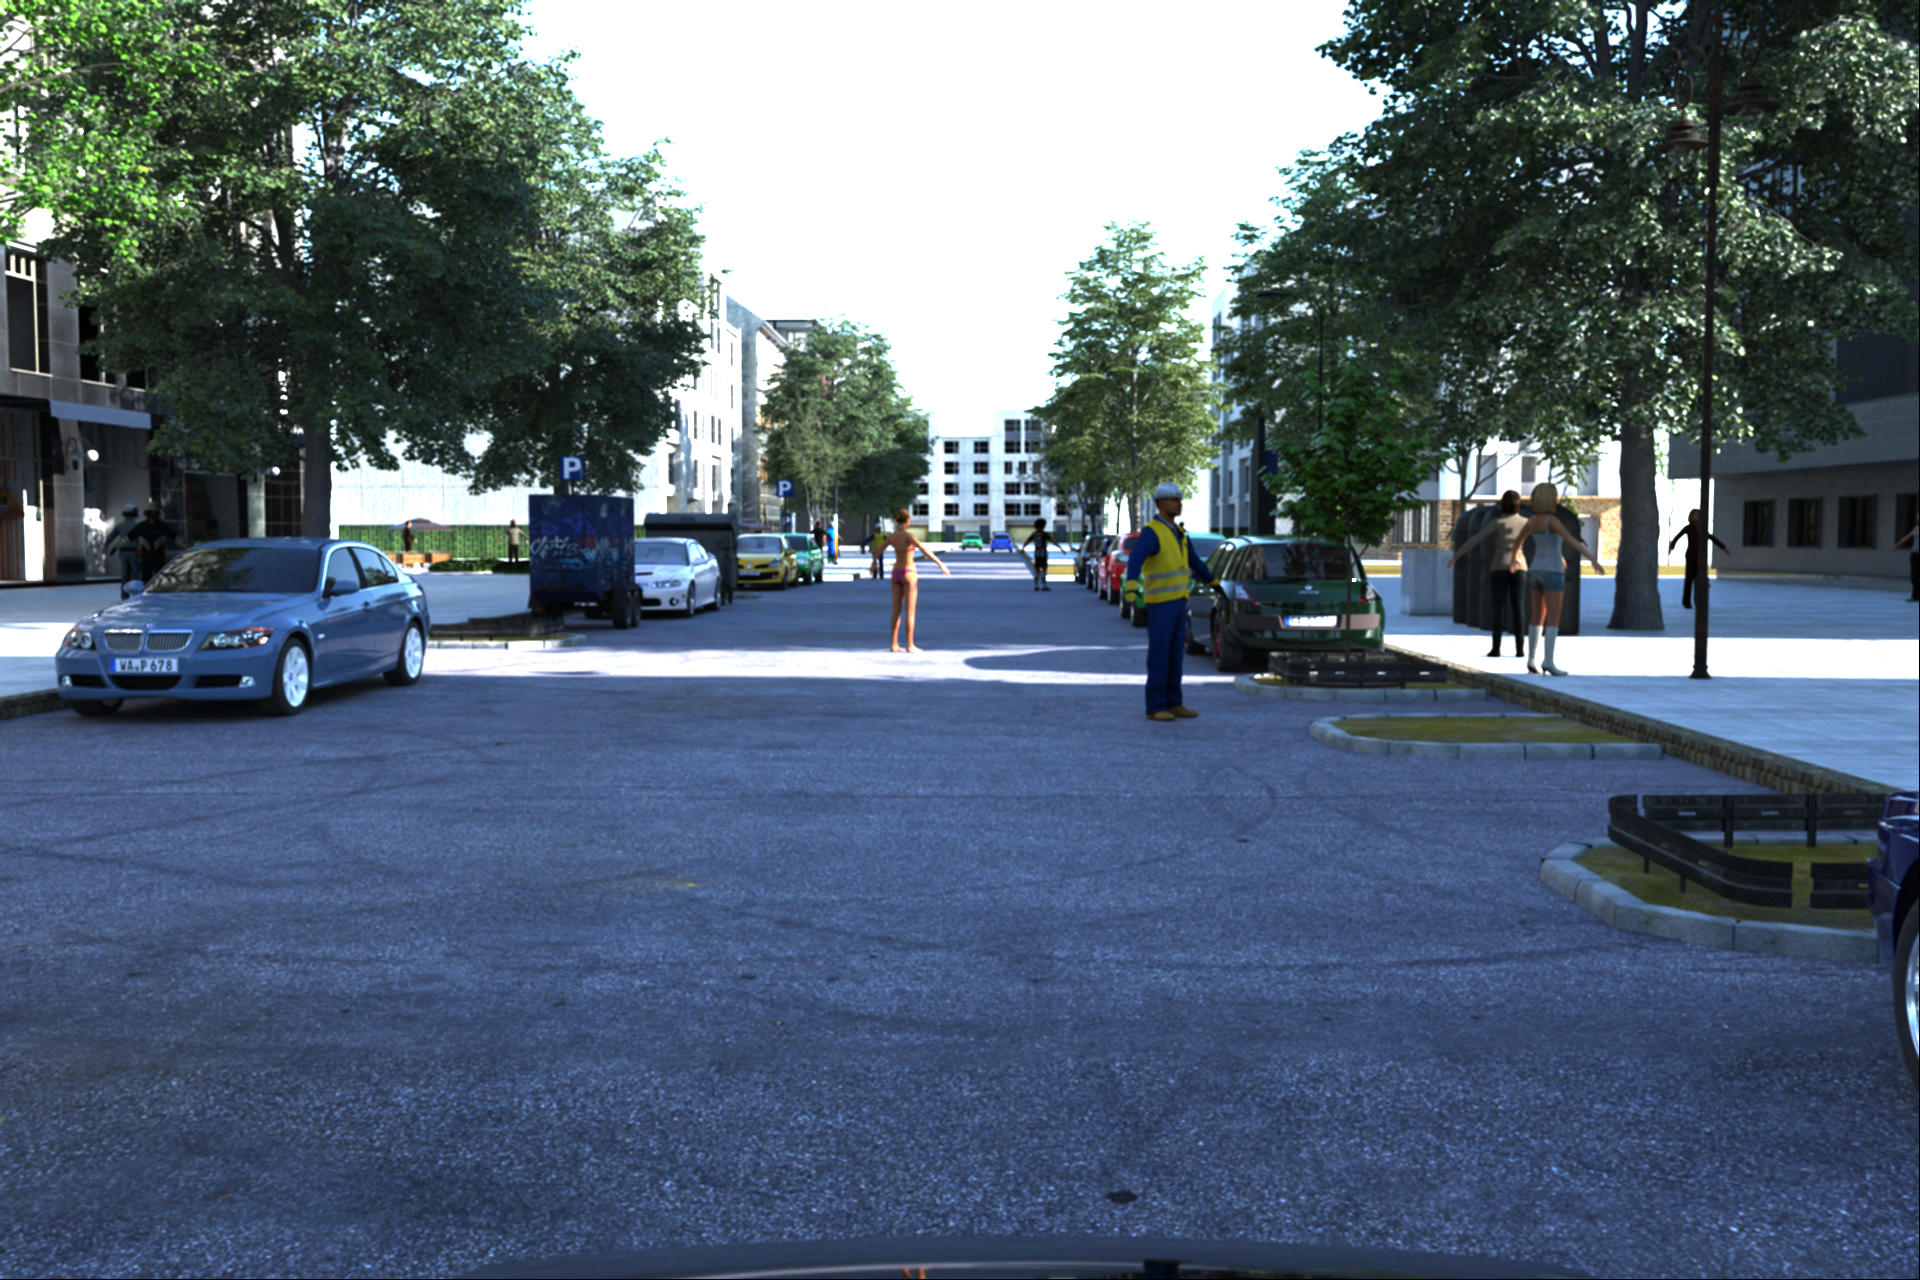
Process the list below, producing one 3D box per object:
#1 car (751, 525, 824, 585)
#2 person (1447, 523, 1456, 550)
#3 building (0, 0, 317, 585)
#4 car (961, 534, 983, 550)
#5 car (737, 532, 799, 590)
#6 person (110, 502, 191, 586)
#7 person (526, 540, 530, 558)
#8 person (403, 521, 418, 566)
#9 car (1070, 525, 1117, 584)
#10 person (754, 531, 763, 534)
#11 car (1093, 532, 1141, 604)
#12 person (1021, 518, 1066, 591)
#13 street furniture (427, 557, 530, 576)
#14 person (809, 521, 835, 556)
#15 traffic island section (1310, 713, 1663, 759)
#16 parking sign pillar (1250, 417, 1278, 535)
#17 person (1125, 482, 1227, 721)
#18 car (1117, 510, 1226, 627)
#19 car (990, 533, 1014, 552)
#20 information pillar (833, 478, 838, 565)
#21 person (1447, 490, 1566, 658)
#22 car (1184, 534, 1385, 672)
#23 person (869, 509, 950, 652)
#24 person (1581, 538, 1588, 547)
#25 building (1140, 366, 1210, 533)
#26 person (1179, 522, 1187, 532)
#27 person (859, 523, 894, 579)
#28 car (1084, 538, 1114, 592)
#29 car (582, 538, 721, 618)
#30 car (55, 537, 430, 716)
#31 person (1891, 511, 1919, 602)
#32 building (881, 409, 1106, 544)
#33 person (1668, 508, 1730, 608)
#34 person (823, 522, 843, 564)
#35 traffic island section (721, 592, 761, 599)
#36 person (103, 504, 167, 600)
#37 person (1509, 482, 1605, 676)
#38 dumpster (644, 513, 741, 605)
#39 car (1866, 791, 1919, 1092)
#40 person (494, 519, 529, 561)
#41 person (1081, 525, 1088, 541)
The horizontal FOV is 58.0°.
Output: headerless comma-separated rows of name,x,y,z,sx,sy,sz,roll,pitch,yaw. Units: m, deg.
car,-4.966,-2.508,49.795,1.959,1.807,4.718,0,4,1
person,22.272,-4.390,78.040,0.705,1.796,1.348,-1,4,-18
building,-27.775,-16.205,44.545,16.754,29.471,25.880,0,4,2
car,1.078,-8.892,154.181,1.959,1.807,4.718,0,4,1
car,-5.236,-2.148,45.339,2.015,1.641,3.980,0,4,1
person,-14.185,-1.503,30.440,1.351,1.845,0.704,-1,4,-14
person,-21.308,-4.716,86.369,0.599,1.433,0.991,2,4,24
person,-21.883,-3.833,68.807,0.704,1.812,1.346,-3,4,-37
car,4.257,-2.509,50.812,2.009,1.686,4.222,0,4,1
person,-10.427,-5.100,89.161,0.705,1.856,1.354,-3,5,-40
car,3.925,-1.695,36.747,2.155,1.783,4.494,0,4,0
person,2.066,-2.157,43.867,1.345,1.843,0.704,3,4,36
street furniture,-12.857,-2.464,55.916,5.734,0.657,10.072,-3,4,-38
person,-5.829,-3.993,71.510,1.346,1.802,0.704,1,4,12
traffic island section,3.493,0.663,12.018,1.991,0.108,1.994,0,4,1
parking sign pillar,7.080,-3.183,40.517,1.447,3.967,1.447,0,4,1
person,1.629,-0.305,13.420,0.705,1.833,1.349,3,5,39
car,3.576,-1.181,28.102,1.959,1.807,4.718,0,4,1
car,3.286,-7.754,136.366,1.945,1.707,3.694,0,4,2
information pillar,-5.228,-4.976,72.707,0.183,3.616,0.504,0,4,1
person,5.719,-0.694,18.100,1.215,1.744,0.721,0,4,5
car,3.521,-0.587,19.384,2.009,1.686,4.222,0,4,0
person,-0.639,-0.725,21.108,1.217,1.733,0.721,3,4,36
person,17.703,-2.715,50.500,1.345,1.816,0.704,-1,4,-22
building,28.760,-19.833,190.722,16.747,18.905,31.486,0,4,1
person,9.515,-4.161,74.218,1.347,1.806,0.705,3,5,42
person,-2.620,-2.813,54.911,1.216,1.772,0.721,-1,4,-20
car,4.152,-1.917,43.922,1.945,1.354,3.894,0,3,0
car,-5.467,-1.147,31.113,2.083,1.381,4.827,0,4,1
car,-6.068,-0.194,15.179,2.014,1.417,4.499,0,4,1
person,18.077,-1.584,32.702,0.721,1.737,1.217,-1,4,-14
building,5.286,-23.347,250.629,31.486,18.905,16.747,0,4,5
person,12.709,-1.408,29.835,1.215,1.729,0.721,-1,4,-16
person,-5.537,-4.204,74.858,0.704,1.817,1.347,3,4,36
traffic island section,-5.521,-0.982,38.920,1.991,0.108,1.994,0,4,1
person,-15.771,-1.661,32.990,1.345,1.849,0.704,1,4,11
person,5.404,-0.561,15.786,0.721,1.753,1.214,-1,4,-21
dumpster,-5.456,-1.653,35.239,1.865,1.857,1.264,0,4,1
car,3.175,0.592,2.904,1.945,1.354,3.894,0,4,2
person,-16.054,-3.435,62.285,1.348,1.813,0.705,-1,4,-19
person,6.176,-4.886,86.610,0.721,1.740,1.216,1,4,10
